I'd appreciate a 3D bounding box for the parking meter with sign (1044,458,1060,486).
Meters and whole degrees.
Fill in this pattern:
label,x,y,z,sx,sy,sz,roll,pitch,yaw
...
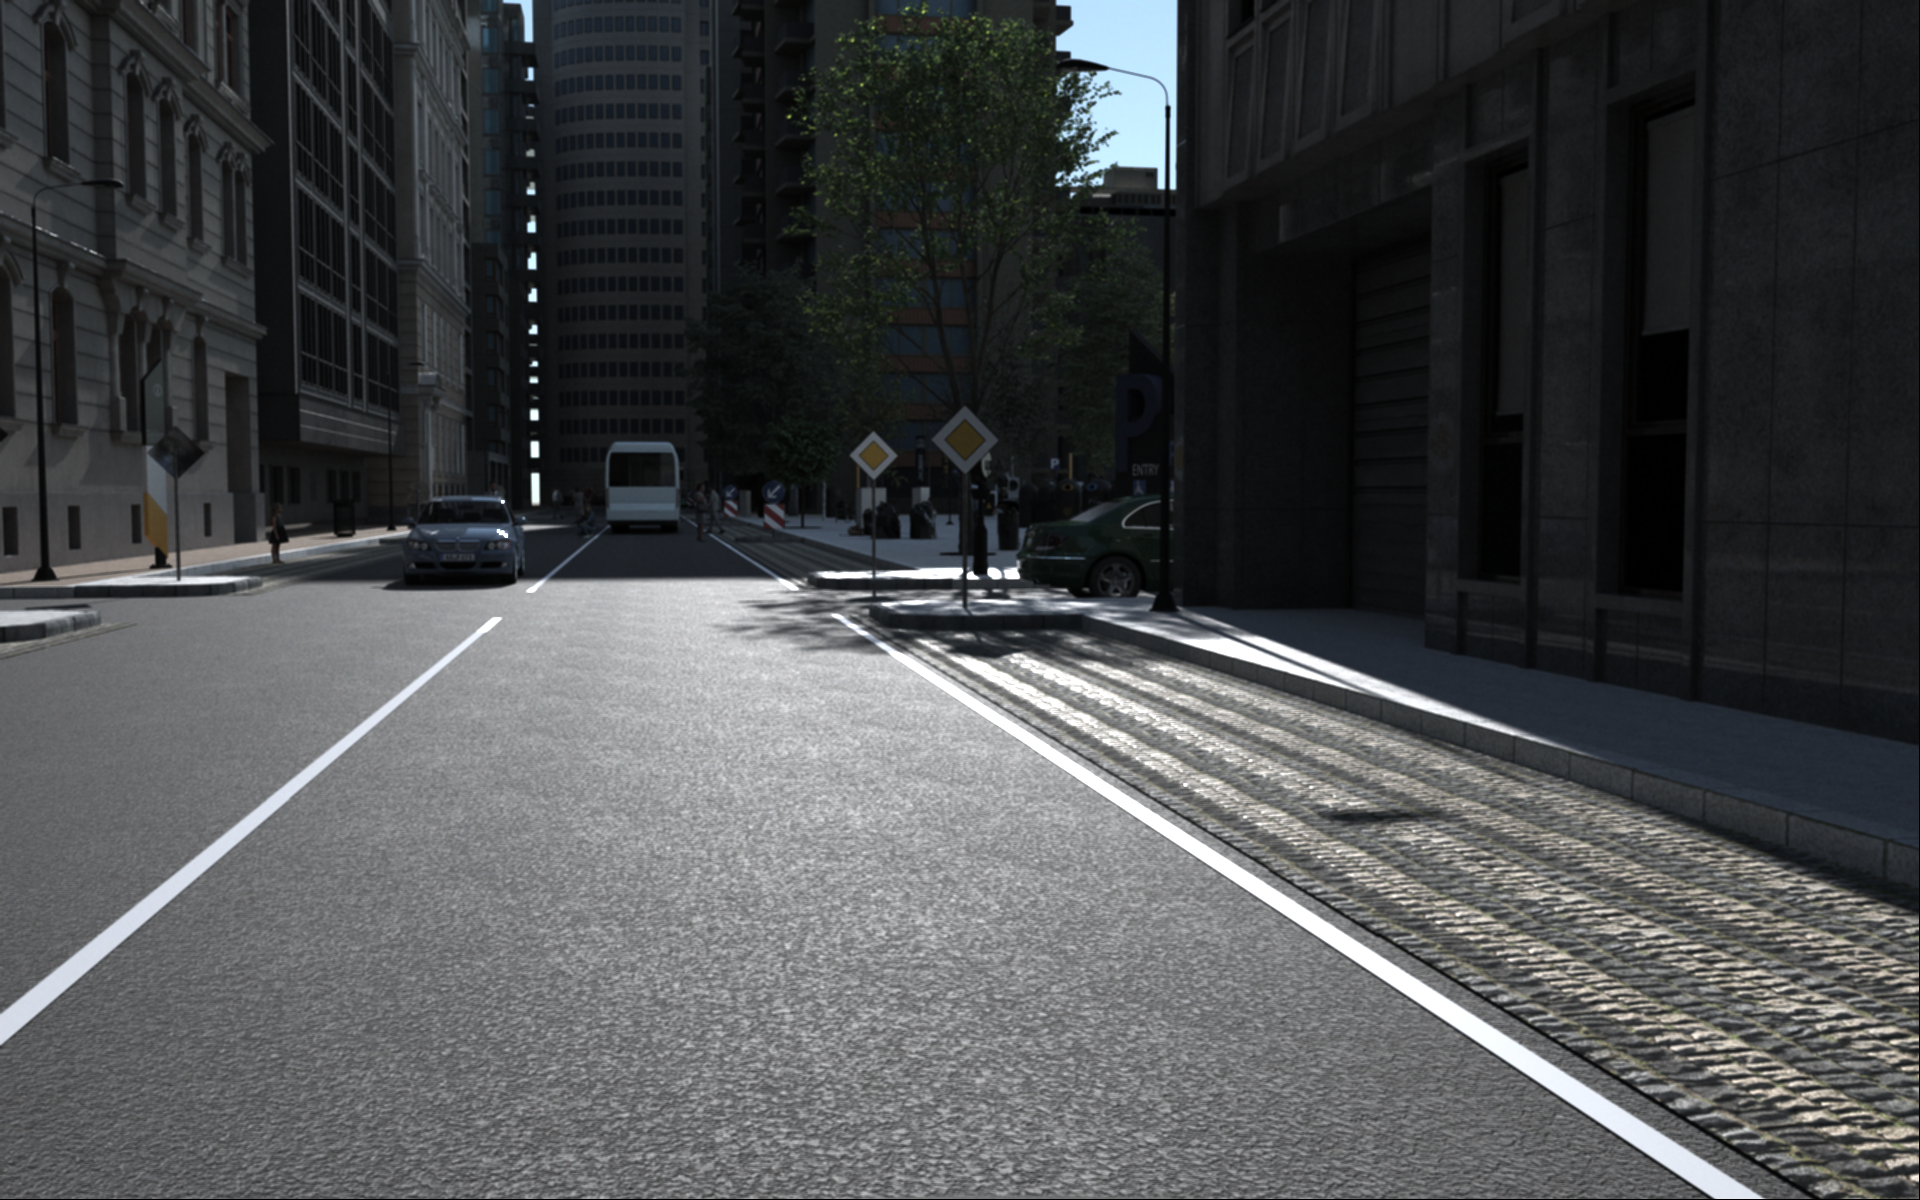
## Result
label,x,y,z,sx,sy,sz,roll,pitch,yaw
parking meter with sign,4.415,-5.390,84.384,0.543,3.016,1.738,-1,4,-10

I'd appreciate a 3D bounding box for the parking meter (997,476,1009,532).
label,x,y,z,sx,sy,sz,roll,pitch,yaw
parking meter,1.373,-3.035,55.340,0.255,1.863,0.399,-1,4,-20

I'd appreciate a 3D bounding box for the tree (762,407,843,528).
label,x,y,z,sx,sy,sz,roll,pitch,yaw
tree,-5.964,-4.980,65.135,4.285,4.588,4.351,0,3,0

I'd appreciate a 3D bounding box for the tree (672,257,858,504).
label,x,y,z,sx,sy,sz,roll,pitch,yaw
tree,-10.084,-11.355,92.313,9.857,13.997,8.962,0,3,0

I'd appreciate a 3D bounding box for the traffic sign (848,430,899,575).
label,x,y,z,sx,sy,sz,roll,pitch,yaw
traffic sign,-1.365,-1.451,27.361,0.795,2.450,0.064,-1,4,-10

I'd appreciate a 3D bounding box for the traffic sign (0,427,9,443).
label,x,y,z,sx,sy,sz,roll,pitch,yaw
traffic sign,-10.132,-0.859,17.693,0.795,2.450,0.064,-1,4,-10

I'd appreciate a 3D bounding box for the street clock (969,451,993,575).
label,x,y,z,sx,sy,sz,roll,pitch,yaw
street clock,0.328,-1.409,27.605,0.358,2.002,0.471,2,4,24

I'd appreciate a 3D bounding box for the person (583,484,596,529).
label,x,y,z,sx,sy,sz,roll,pitch,yaw
person,-15.169,-3.829,71.083,0.580,1.828,0.573,1,4,11

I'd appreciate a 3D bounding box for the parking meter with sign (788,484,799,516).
label,x,y,z,sx,sy,sz,roll,pitch,yaw
parking meter with sign,-9.766,-6.449,101.696,0.543,3.016,1.738,0,4,4

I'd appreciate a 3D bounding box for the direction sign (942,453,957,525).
label,x,y,z,sx,sy,sz,roll,pitch,yaw
direction sign,-0.425,-4.940,72.769,0.379,3.537,0.876,3,5,45

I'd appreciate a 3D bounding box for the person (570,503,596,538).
label,x,y,z,sx,sy,sz,roll,pitch,yaw
person,-12.229,-2.602,56.535,0.738,1.151,1.012,-2,4,-29

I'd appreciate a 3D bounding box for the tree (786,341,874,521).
label,x,y,z,sx,sy,sz,roll,pitch,yaw
tree,-6.308,-8.113,83.007,4.360,8.622,3.978,0,3,0

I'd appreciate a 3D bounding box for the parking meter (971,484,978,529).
label,x,y,z,sx,sy,sz,roll,pitch,yaw
parking meter,0.336,-2.134,43.295,0.372,1.533,0.369,0,3,0

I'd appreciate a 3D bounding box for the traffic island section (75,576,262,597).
label,x,y,z,sx,sy,sz,roll,pitch,yaw
traffic island section,-11.571,-0.204,25.609,2.009,0.180,2.903,-1,4,-10

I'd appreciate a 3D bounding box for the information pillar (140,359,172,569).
label,x,y,z,sx,sy,sz,roll,pitch,yaw
information pillar,-13.862,-2.352,29.812,0.183,3.616,0.504,1,4,14

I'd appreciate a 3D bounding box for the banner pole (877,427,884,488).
label,x,y,z,sx,sy,sz,roll,pitch,yaw
banner pole,-3.007,-4.603,65.276,0.401,3.779,0.863,-1,4,-19

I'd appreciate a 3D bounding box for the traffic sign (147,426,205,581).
label,x,y,z,sx,sy,sz,roll,pitch,yaw
traffic sign,-11.550,-1.340,25.552,0.795,2.450,0.064,-1,4,-10

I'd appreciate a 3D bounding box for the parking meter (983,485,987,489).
label,x,y,z,sx,sy,sz,roll,pitch,yaw
parking meter,1.338,-5.473,95.194,0.399,1.863,0.255,0,4,-5

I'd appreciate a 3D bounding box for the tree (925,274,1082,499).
label,x,y,z,sx,sy,sz,roll,pitch,yaw
tree,1.787,-6.655,59.171,4.360,8.622,3.978,0,3,0

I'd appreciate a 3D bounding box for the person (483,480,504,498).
label,x,y,z,sx,sy,sz,roll,pitch,yaw
person,-11.945,-2.178,44.377,0.678,1.792,0.850,-1,4,-18

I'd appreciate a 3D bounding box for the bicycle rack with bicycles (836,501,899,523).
label,x,y,z,sx,sy,sz,roll,pitch,yaw
bicycle rack with bicycles,-4.116,-3.939,77.777,2.852,0.926,2.925,2,4,34

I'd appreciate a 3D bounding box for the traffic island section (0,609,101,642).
label,x,y,z,sx,sy,sz,roll,pitch,yaw
traffic island section,-10.154,0.277,17.750,2.009,0.180,2.903,-1,4,-10

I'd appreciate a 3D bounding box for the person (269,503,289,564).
label,x,y,z,sx,sy,sz,roll,pitch,yaw
person,-13.959,-1.366,35.498,0.373,1.253,0.362,1,4,9

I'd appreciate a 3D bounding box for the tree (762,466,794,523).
label,x,y,z,sx,sy,sz,roll,pitch,yaw
tree,-8.069,-5.095,77.907,1.663,3.219,1.824,0,3,0

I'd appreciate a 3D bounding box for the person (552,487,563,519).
label,x,y,z,sx,sy,sz,roll,pitch,yaw
person,-22.997,-5.529,99.002,0.850,1.850,0.679,3,4,39

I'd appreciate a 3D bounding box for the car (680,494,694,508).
label,x,y,z,sx,sy,sz,roll,pitch,yaw
car,-26.166,-9.504,164.183,1.959,1.807,4.718,-1,4,-10

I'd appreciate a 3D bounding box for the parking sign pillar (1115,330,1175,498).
label,x,y,z,sx,sy,sz,roll,pitch,yaw
parking sign pillar,3.051,-2.411,27.887,1.447,3.967,1.447,-2,4,-31

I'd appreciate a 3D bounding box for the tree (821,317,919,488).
label,x,y,z,sx,sy,sz,roll,pitch,yaw
tree,-3.743,-7.413,71.562,4.737,8.622,4.395,0,3,0

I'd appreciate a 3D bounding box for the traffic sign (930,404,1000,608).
label,x,y,z,sx,sy,sz,roll,pitch,yaw
traffic sign,0.052,-0.970,19.502,0.795,2.450,0.064,-1,4,-10

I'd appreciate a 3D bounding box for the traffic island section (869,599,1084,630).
label,x,y,z,sx,sy,sz,roll,pitch,yaw
traffic island section,0.074,0.165,19.583,2.009,0.180,2.903,-1,4,-10

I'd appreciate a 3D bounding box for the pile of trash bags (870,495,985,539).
label,x,y,z,sx,sy,sz,roll,pitch,yaw
pile of trash bags,-0.955,-2.457,49.916,3.447,1.369,1.912,1,4,16

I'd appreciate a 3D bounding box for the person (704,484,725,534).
label,x,y,z,sx,sy,sz,roll,pitch,yaw
person,-8.830,-3.266,62.175,0.850,1.792,0.678,1,4,11

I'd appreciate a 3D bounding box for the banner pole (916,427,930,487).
label,x,y,z,sx,sy,sz,roll,pitch,yaw
banner pole,-1.357,-4.599,65.214,0.863,3.779,0.401,3,4,37

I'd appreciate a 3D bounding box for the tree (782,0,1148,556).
label,x,y,z,sx,sy,sz,roll,pitch,yaw
tree,0.147,-6.754,36.179,9.928,11.665,9.643,0,3,0

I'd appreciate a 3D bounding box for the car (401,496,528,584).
label,x,y,z,sx,sy,sz,roll,pitch,yaw
car,-8.279,-1.046,29.111,2.014,1.417,4.499,-1,4,-12

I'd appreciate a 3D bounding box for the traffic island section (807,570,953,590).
label,x,y,z,sx,sy,sz,roll,pitch,yaw
traffic island section,-1.343,-0.316,27.442,2.009,0.180,2.903,-1,4,-10

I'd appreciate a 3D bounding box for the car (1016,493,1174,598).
label,x,y,z,sx,sy,sz,roll,pitch,yaw
car,3.211,-0.692,23.117,4.920,1.459,2.131,-1,4,-8

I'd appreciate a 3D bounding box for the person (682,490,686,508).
label,x,y,z,sx,sy,sz,roll,pitch,yaw
person,-26.909,-9.758,167.918,0.709,1.838,0.599,2,4,34

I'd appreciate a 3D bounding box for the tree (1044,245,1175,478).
label,x,y,z,sx,sy,sz,roll,pitch,yaw
tree,7.587,-9.829,78.833,7.486,12.596,7.792,0,3,0

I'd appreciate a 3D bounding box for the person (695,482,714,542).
label,x,y,z,sx,sy,sz,roll,pitch,yaw
person,-7.736,-2.651,52.210,0.532,1.782,0.716,0,4,3

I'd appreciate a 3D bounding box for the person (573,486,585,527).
label,x,y,z,sx,sy,sz,roll,pitch,yaw
person,-16.491,-4.075,75.483,0.716,1.782,0.532,0,4,-2

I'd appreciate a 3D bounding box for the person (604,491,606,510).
label,x,y,z,sx,sy,sz,roll,pitch,yaw
person,-31.059,-8.745,152.270,0.721,1.735,1.217,-2,4,-29
